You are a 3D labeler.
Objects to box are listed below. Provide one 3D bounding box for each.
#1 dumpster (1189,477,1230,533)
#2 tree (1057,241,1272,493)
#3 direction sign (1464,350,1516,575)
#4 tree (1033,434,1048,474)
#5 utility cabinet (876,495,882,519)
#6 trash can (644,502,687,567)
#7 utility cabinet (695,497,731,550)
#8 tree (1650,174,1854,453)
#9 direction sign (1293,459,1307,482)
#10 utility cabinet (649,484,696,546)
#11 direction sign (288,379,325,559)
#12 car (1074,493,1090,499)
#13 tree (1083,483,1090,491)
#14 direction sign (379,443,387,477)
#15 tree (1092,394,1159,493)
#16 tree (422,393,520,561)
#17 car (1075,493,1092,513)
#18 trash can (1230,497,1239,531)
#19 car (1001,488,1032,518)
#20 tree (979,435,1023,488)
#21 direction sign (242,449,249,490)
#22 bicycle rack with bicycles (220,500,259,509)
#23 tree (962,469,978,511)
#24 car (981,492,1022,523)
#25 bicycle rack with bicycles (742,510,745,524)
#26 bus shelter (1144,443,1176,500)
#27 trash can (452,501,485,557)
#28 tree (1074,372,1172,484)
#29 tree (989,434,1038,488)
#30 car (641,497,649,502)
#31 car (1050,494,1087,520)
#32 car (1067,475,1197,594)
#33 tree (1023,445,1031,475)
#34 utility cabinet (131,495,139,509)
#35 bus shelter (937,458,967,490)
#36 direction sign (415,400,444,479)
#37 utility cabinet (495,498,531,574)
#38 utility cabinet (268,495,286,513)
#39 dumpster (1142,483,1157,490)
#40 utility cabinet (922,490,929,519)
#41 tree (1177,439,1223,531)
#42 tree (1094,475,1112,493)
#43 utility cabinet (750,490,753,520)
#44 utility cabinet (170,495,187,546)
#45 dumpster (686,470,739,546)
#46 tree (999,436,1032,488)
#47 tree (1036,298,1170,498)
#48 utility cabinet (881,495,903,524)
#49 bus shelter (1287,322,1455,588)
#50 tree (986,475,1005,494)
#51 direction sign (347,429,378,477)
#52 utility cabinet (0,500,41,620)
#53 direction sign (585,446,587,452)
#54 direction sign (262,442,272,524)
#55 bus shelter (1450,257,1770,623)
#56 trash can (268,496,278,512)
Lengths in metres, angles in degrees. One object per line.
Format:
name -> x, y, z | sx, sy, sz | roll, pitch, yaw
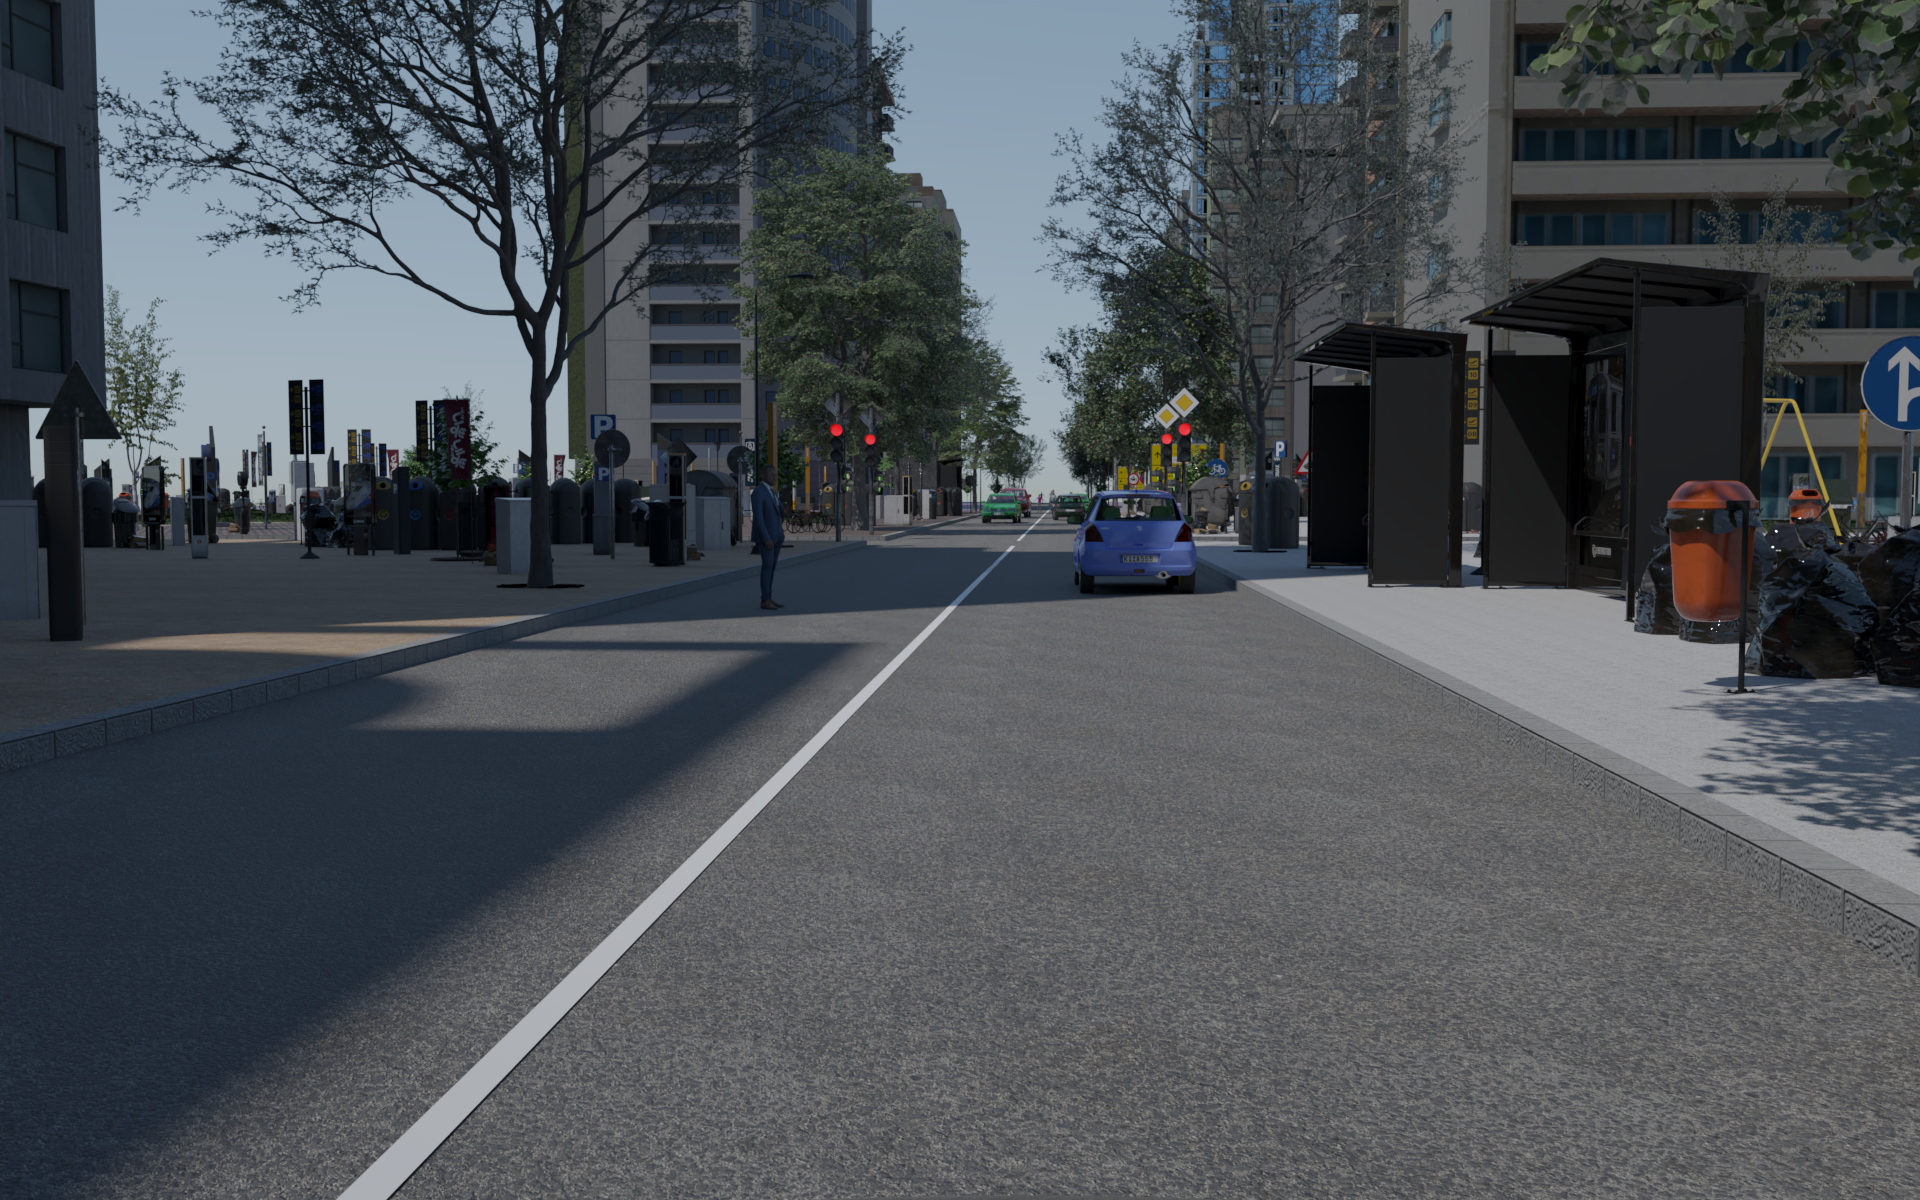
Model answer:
dumpster -> 8.384, -3.199, 58.054 | 1.264, 1.857, 1.865 | 0, 4, 3
tree -> 9.040, -9.766, 76.682 | 9.611, 12.733, 9.660 | 0, 3, 0
direction sign -> 8.305, -2.166, 27.405 | 0.876, 3.537, 0.379 | 1, 4, 10
tree -> 10.491, -22.172, 288.259 | 9.928, 11.665, 9.643 | 0, 3, 0
utility cabinet -> -4.206, -4.853, 90.511 | 0.306, 1.237, 1.020 | 0, 4, 8
trash can -> -5.216, -1.167, 30.742 | 0.748, 1.137, 0.748 | 0, 3, 0
utility cabinet -> -5.690, -1.755, 39.851 | 0.306, 1.237, 1.020 | 2, 4, 29
tree -> 17.904, -5.447, 39.415 | 4.360, 8.622, 3.978 | 0, 3, 0
direction sign -> 21.972, -7.343, 112.050 | 0.876, 3.537, 0.379 | 1, 4, 13
utility cabinet -> -6.397, -1.829, 38.583 | 1.173, 1.500, 0.318 | 3, 4, 37
direction sign -> -12.925, -2.589, 34.322 | 0.876, 3.537, 0.379 | 1, 4, 23
car -> 9.647, -8.144, 142.198 | 2.155, 1.783, 4.494 | 0, 4, 2
tree -> 21.869, -20.458, 284.854 | 4.360, 8.622, 3.978 | 0, 3, 0
direction sign -> -25.894, -5.197, 76.974 | 0.876, 3.537, 0.379 | -3, 4, -36
tree -> 11.734, -9.996, 113.789 | 4.360, 8.622, 3.978 | 0, 3, 0
tree -> -9.681, -2.362, 33.225 | 1.663, 3.219, 1.824 | 0, 3, 0
car -> 7.534, -6.269, 111.302 | 1.959, 1.807, 4.718 | 0, 4, 4
trash can -> 9.375, -2.798, 57.402 | 0.748, 1.137, 0.748 | 0, 3, 0
car -> 3.318, -6.024, 107.163 | 2.281, 1.827, 5.304 | 0, 4, 5
tree -> 3.979, -14.706, 190.797 | 4.737, 8.622, 4.395 | 0, 3, 0
direction sign -> -36.203, -5.862, 87.833 | 0.379, 3.537, 0.876 | -3, 5, -40
bicycle rack with bicycles -> -48.631, -6.196, 114.688 | 2.852, 0.926, 2.925 | 3, 5, 44
tree -> 0.690, -8.538, 134.196 | 1.663, 3.219, 1.824 | 0, 3, 0
car -> 2.085, -4.733, 86.188 | 1.959, 1.807, 4.718 | 0, 4, 5
bicycle rack with bicycles -> -7.753, -3.678, 73.521 | 2.852, 0.926, 2.925 | 3, 4, 36
bus shelter -> 12.267, -7.689, 103.345 | 2.179, 5.291, 8.768 | 0, 4, 3
trash can -> -9.873, -1.428, 35.007 | 0.748, 1.137, 0.748 | 0, 3, 0
tree -> 11.827, -11.457, 121.729 | 8.767, 10.594, 7.601 | -1, 4, -16
tree -> 7.239, -18.531, 237.399 | 7.601, 10.594, 8.767 | 0, 4, 2
car -> -8.971, -2.310, 50.123 | 4.827, 1.381, 2.083 | 0, 4, 4
car -> 5.985, -5.234, 95.355 | 2.009, 1.686, 4.222 | 0, 4, 2
car -> 2.597, -1.020, 26.270 | 1.945, 1.707, 3.694 | 0, 4, 2
tree -> 6.151, -15.550, 204.604 | 4.737, 8.622, 4.395 | 0, 3, 0
utility cabinet -> -59.598, -6.951, 124.812 | 0.306, 1.237, 1.020 | 0, 4, 4
bus shelter -> -0.551, -7.605, 115.617 | 1.731, 3.624, 6.357 | 0, 4, 4
direction sign -> -12.737, -3.043, 41.755 | 0.876, 3.537, 0.379 | 1, 4, 22
utility cabinet -> -7.124, -1.043, 28.217 | 0.306, 1.237, 1.020 | 1, 4, 23
utility cabinet -> -43.712, -6.098, 110.869 | 1.020, 1.237, 0.306 | -1, 4, -12
dumpster -> 9.666, -4.909, 86.021 | 1.264, 1.857, 1.865 | 0, 4, 3
utility cabinet -> -1.561, -4.908, 88.929 | 0.318, 1.500, 1.173 | -1, 4, -23
tree -> 8.490, -4.073, 61.203 | 1.663, 3.219, 1.824 | 0, 3, 0
tree -> 13.857, -10.759, 170.516 | 1.663, 3.219, 1.824 | 0, 3, 0
utility cabinet -> -9.632, -4.604, 83.951 | 0.318, 1.500, 1.173 | 3, 5, 40
utility cabinet -> -19.543, -1.964, 43.270 | 0.306, 1.237, 1.020 | -2, 4, -27
dumpster -> -6.143, -2.217, 42.012 | 1.264, 1.857, 1.865 | 0, 4, 3
tree -> 6.041, -16.528, 220.589 | 4.360, 8.622, 3.978 | 0, 3, 0
tree -> 12.984, -18.200, 153.456 | 12.611, 20.169, 13.585 | 0, 3, 0
utility cabinet -> -2.761, -3.884, 74.661 | 1.020, 1.237, 0.306 | 2, 4, 24
bus shelter -> 6.302, -2.168, 26.732 | 1.731, 3.624, 6.357 | 0, 4, 3
tree -> 3.717, -10.865, 172.239 | 1.663, 3.219, 1.824 | 0, 3, 0
direction sign -> -20.940, -4.187, 60.454 | 0.876, 3.537, 0.379 | 1, 4, 10
utility cabinet -> -9.946, -0.394, 17.603 | 1.020, 1.237, 0.306 | -2, 4, -31
direction sign -> -17.646, -5.495, 81.833 | 0.379, 3.537, 0.876 | 0, 4, -6
direction sign -> -30.033, -5.076, 74.989 | 0.379, 3.537, 0.876 | 1, 4, 11
bus shelter -> 7.387, -1.773, 20.271 | 1.731, 3.624, 6.357 | 0, 4, 3
trash can -> -42.746, -5.862, 107.491 | 0.748, 1.137, 0.748 | 0, 3, 0
